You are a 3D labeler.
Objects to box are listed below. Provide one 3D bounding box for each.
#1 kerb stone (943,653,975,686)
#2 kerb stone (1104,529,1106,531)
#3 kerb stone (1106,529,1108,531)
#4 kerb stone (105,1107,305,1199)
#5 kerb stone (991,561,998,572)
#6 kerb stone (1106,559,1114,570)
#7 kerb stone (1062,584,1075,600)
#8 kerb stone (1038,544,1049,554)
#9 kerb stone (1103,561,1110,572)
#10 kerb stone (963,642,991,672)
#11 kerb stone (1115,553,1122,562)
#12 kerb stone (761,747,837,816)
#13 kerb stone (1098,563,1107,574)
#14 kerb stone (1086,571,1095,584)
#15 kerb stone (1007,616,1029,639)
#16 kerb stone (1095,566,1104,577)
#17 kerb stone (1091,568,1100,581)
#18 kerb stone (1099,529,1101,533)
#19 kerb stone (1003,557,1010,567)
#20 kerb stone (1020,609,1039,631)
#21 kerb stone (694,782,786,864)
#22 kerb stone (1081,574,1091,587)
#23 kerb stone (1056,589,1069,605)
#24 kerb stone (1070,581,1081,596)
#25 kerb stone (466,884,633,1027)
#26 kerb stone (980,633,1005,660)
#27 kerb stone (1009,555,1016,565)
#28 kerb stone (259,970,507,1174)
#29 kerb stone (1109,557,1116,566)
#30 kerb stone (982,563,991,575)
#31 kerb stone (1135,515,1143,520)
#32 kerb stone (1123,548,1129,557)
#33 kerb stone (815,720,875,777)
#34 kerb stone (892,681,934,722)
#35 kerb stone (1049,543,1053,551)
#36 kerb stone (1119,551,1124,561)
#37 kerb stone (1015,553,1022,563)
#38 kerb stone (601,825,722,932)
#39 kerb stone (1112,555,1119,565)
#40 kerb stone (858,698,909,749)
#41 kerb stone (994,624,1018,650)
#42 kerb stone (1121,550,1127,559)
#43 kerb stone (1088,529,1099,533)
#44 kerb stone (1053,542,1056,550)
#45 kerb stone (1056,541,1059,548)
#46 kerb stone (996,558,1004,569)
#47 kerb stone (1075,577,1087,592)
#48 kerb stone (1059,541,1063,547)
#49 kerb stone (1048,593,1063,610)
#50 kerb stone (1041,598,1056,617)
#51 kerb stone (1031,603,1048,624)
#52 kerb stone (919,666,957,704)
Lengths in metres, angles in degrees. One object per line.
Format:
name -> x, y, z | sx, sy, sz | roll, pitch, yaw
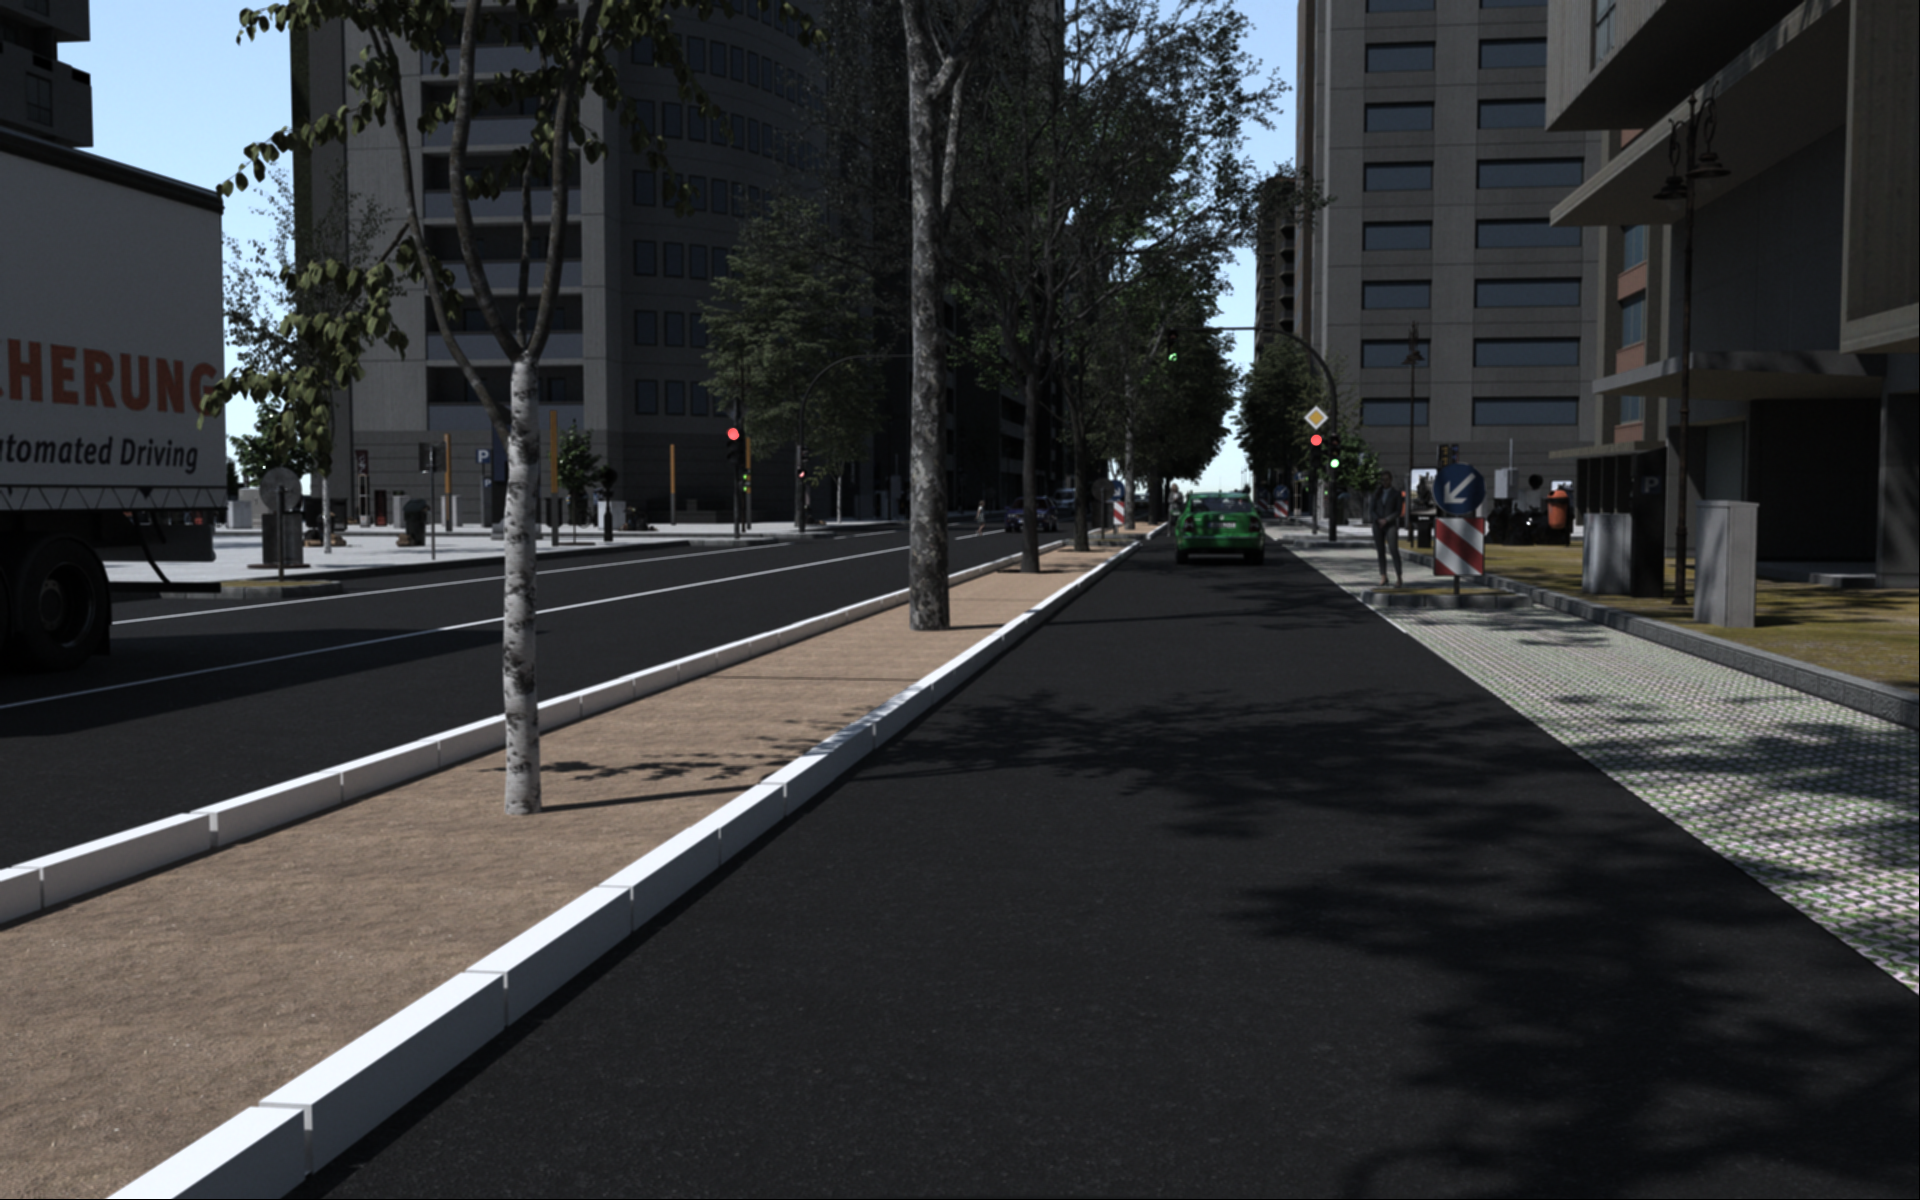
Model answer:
kerb stone -> -0.028, 0.550, 13.273 | 0.120, 0.150, 1.000 | 1, 4, 8
kerb stone -> 5.279, -2.600, 64.797 | 0.120, 0.150, 1.000 | 1, 4, 8
kerb stone -> 5.427, -2.668, 65.819 | 0.120, 0.150, 1.000 | 1, 4, 8
kerb stone -> -1.498, 1.166, 3.129 | 0.120, 0.150, 1.000 | 1, 4, 8
kerb stone -> 0.527, -0.590, 31.849 | 0.120, 0.150, 1.000 | 1, 4, 8
kerb stone -> 2.750, -0.627, 32.549 | 0.120, 0.150, 1.000 | 1, 4, 8
kerb stone -> 1.423, -0.074, 23.412 | 0.120, 0.150, 1.000 | 1, 4, 8
kerb stone -> 1.989, -1.210, 41.979 | 0.120, 0.150, 1.000 | 1, 4, 8
kerb stone -> 2.600, -0.571, 31.537 | 0.120, 0.150, 1.000 | 1, 4, 8
kerb stone -> 0.116, 0.487, 14.285 | 0.120, 0.150, 1.000 | 1, 4, 8
kerb stone -> 3.184, -0.819, 35.592 | 0.120, 0.150, 1.000 | 1, 4, 8
kerb stone -> -0.759, 0.856, 8.199 | 0.120, 0.150, 1.000 | 1, 4, 8
kerb stone -> 2.457, -0.506, 30.520 | 0.120, 0.150, 1.000 | 1, 4, 8
kerb stone -> 2.013, -0.321, 27.468 | 0.120, 0.150, 1.000 | 1, 4, 8
kerb stone -> 0.550, 0.298, 17.325 | 0.120, 0.150, 1.000 | 1, 4, 8
kerb stone -> 2.311, -0.439, 29.496 | 0.120, 0.150, 1.000 | 1, 4, 8
kerb stone -> 2.164, -0.380, 28.482 | 0.120, 0.150, 1.000 | 1, 4, 8
kerb stone -> 4.834, -2.420, 61.760 | 0.120, 0.150, 1.000 | 1, 4, 8
kerb stone -> 0.821, -0.714, 33.872 | 0.120, 0.150, 1.000 | 1, 4, 8
kerb stone -> 0.699, 0.236, 18.337 | 0.120, 0.150, 1.000 | 1, 4, 8
kerb stone -> -0.911, 0.923, 7.181 | 0.120, 0.150, 1.000 | 1, 4, 8
kerb stone -> 1.868, -0.259, 26.454 | 0.120, 0.150, 1.000 | 1, 4, 8
kerb stone -> 1.280, -0.010, 22.391 | 0.120, 0.150, 1.000 | 1, 4, 8
kerb stone -> 1.572, -0.136, 24.423 | 0.120, 0.150, 1.000 | 1, 4, 8
kerb stone -> -1.204, 1.042, 5.157 | 0.120, 0.150, 1.000 | 1, 4, 8
kerb stone -> 0.257, 0.427, 15.302 | 0.120, 0.150, 1.000 | 1, 4, 8
kerb stone -> 0.956, -0.776, 34.885 | 0.120, 0.150, 1.000 | 1, 4, 8
kerb stone -> -1.350, 1.104, 4.145 | 0.120, 0.150, 1.000 | 1, 4, 8
kerb stone -> 2.892, -0.694, 33.565 | 0.120, 0.150, 1.000 | 1, 4, 8
kerb stone -> 0.384, -0.527, 30.828 | 0.120, 0.150, 1.000 | 1, 4, 8
kerb stone -> 10.251, -4.719, 99.348 | 0.120, 0.150, 1.000 | 1, 4, 8
kerb stone -> 3.624, -1.006, 38.647 | 0.120, 0.150, 1.000 | 1, 4, 8
kerb stone -> -0.620, 0.794, 9.212 | 0.120, 0.150, 1.000 | 1, 4, 8
kerb stone -> -0.322, 0.669, 11.249 | 0.120, 0.150, 1.000 | 1, 4, 8
kerb stone -> 2.134, -1.273, 43.004 | 0.120, 0.150, 1.000 | 1, 4, 8
kerb stone -> 3.327, -0.882, 36.610 | 0.120, 0.150, 1.000 | 1, 4, 8
kerb stone -> 1.111, -0.839, 35.905 | 0.120, 0.150, 1.000 | 1, 4, 8
kerb stone -> -1.057, 0.980, 6.169 | 0.120, 0.150, 1.000 | 1, 4, 8
kerb stone -> 3.036, -0.755, 34.578 | 0.120, 0.150, 1.000 | 1, 4, 8
kerb stone -> -0.463, 0.731, 10.237 | 0.120, 0.150, 1.000 | 1, 4, 8
kerb stone -> 0.411, 0.360, 16.312 | 0.120, 0.150, 1.000 | 1, 4, 8
kerb stone -> 3.490, -0.944, 37.629 | 0.120, 0.150, 1.000 | 1, 4, 8
kerb stone -> 4.687, -2.357, 60.740 | 0.120, 0.150, 1.000 | 1, 4, 8
kerb stone -> 2.282, -1.334, 44.016 | 0.120, 0.150, 1.000 | 1, 4, 8
kerb stone -> 2.416, -1.389, 45.030 | 0.120, 0.150, 1.000 | 1, 4, 8
kerb stone -> 0.674, -0.647, 32.861 | 0.120, 0.150, 1.000 | 1, 4, 8
kerb stone -> 1.732, -0.196, 25.436 | 0.120, 0.150, 1.000 | 1, 4, 8
kerb stone -> 2.569, -1.459, 46.048 | 0.120, 0.150, 1.000 | 1, 4, 8
kerb stone -> 1.134, 0.051, 21.379 | 0.120, 0.150, 1.000 | 1, 4, 8
kerb stone -> 0.994, 0.112, 20.362 | 0.120, 0.150, 1.000 | 1, 4, 8
kerb stone -> 0.852, 0.174, 19.349 | 0.120, 0.150, 1.000 | 1, 4, 8
kerb stone -> -0.173, 0.609, 12.261 | 0.120, 0.150, 1.000 | 1, 4, 8
